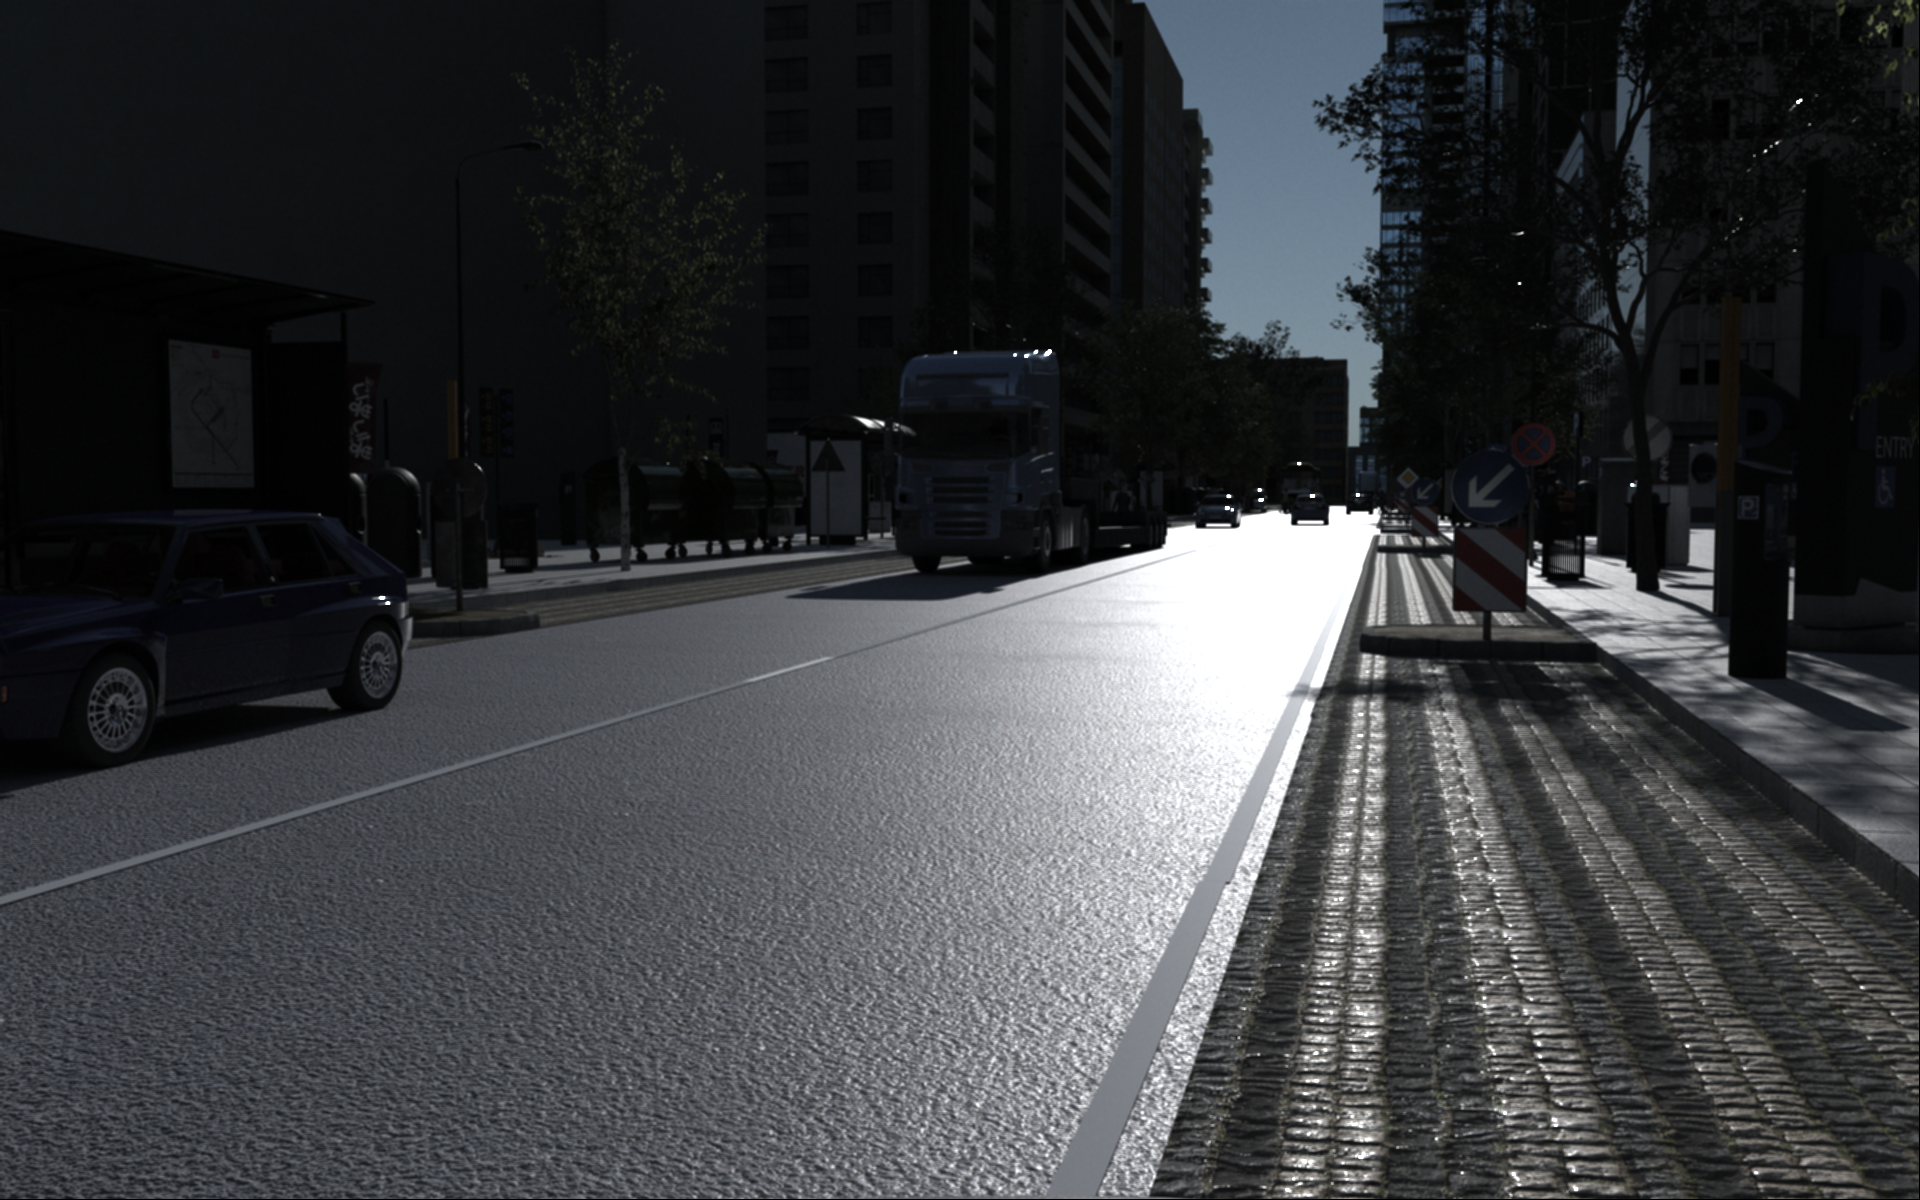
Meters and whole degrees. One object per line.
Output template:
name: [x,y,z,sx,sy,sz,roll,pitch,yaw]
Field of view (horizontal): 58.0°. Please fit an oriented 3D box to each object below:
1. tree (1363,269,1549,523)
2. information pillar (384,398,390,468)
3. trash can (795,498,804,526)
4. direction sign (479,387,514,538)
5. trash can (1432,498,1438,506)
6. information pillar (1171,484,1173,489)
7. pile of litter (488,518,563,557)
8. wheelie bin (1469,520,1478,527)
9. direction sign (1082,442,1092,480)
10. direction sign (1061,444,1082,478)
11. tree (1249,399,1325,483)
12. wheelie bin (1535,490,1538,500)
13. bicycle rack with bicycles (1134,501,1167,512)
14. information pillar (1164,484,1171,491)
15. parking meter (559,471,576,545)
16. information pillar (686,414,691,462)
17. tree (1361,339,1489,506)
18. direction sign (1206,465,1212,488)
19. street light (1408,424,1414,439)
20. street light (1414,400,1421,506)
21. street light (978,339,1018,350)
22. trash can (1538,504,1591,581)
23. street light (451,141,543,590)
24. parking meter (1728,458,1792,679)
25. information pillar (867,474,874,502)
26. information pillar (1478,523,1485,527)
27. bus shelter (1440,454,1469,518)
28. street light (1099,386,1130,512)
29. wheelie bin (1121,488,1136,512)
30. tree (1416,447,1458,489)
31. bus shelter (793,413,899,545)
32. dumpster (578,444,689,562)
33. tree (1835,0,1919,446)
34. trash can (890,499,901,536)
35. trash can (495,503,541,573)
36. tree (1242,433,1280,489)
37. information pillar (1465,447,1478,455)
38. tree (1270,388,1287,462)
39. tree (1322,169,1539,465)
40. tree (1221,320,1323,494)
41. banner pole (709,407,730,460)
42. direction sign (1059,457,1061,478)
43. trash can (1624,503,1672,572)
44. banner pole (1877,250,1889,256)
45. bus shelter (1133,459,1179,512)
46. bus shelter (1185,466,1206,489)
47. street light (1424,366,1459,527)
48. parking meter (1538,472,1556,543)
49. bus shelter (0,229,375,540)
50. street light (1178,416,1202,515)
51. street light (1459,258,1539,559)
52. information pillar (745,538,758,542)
tree: [22.231,-9.282,77.510,9.928,11.665,9.643,0,3,0]
information pillar: [-14.080,-3.134,42.590,0.183,3.616,0.504,-1,4,-16]
trash can: [-6.615,-3.553,69.750,0.748,1.137,0.748,0,3,0]
direction sign: [-9.903,-2.757,37.067,0.379,3.537,0.876,3,4,36]
trash can: [37.721,-7.674,137.122,0.748,1.137,0.748,0,3,0]
information pillar: [15.729,-7.650,129.574,0.304,2.012,0.304,3,5,43]
pile of litter: [-9.016,-1.308,35.350,1.719,0.858,1.176,1,4,17]
wheelie bin: [18.307,-3.238,60.854,0.980,1.594,0.693,3,5,44]
direction sign: [5.663,-5.092,75.256,0.379,3.537,0.876,1,4,10]
direction sign: [5.203,-5.322,79.008,0.876,3.537,0.379,1,4,17]
tree: [40.203,-18.706,216.205,12.009,13.543,11.850,0,3,0]
wheelie bin: [39.741,-6.830,119.572,0.693,1.594,0.980,0,4,5]
bicycle rack with bicycles: [10.086,-4.991,94.980,2.852,0.926,2.925,-1,4,-21]
information pillar: [14.742,-7.311,124.020,0.304,2.012,0.304,-2,4,-32]
parking meter: [-9.817,-2.300,43.312,0.399,1.863,0.255,-1,4,-21]
information pillar: [-7.894,-3.608,50.348,0.183,3.616,0.504,0,4,-3]
tree: [35.828,-13.865,133.344,9.857,13.997,8.962,0,3,0]
direction sign: [17.902,-8.112,124.634,0.379,3.537,0.876,-1,4,-19]
street light: [30.554,-8.682,114.487,1.470,5.913,1.316,1,4,14]
street light: [23.181,-6.884,85.086,1.470,5.913,1.316,1,4,14]
street light: [1.054,-4.874,52.234,1.470,5.913,1.316,1,4,14]
trash can: [8.968,-0.861,25.732,0.748,1.137,0.748,0,3,0]
street light: [-6.159,-3.090,23.058,1.470,5.913,1.316,1,4,14]
parking meter: [5.613,-0.229,12.149,0.372,1.533,0.369,0,3,0]
information pillar: [-3.298,-3.546,62.469,0.304,2.012,0.304,3,4,38]
information pillar: [13.989,-2.542,46.046,0.304,2.012,0.304,-3,4,-39]
bus shelter: [26.063,-5.887,90.176,2.014,3.302,5.546,1,4,14]
street light: [6.610,-6.253,74.774,1.470,5.913,1.316,1,4,14]
wheelie bin: [8.655,-5.006,89.751,0.980,1.594,0.693,1,4,17]
tree: [33.620,-8.416,121.311,4.285,4.588,4.351,0,3,0]
bus shelter: [-2.539,-3.175,45.831,2.014,3.302,5.546,1,4,14]
dumpster: [-6.271,-1.884,33.291,1.502,2.255,1.985,1,4,14]
tree: [6.393,-3.598,9.194,4.360,8.622,3.978,0,3,0]
trash can: [-1.695,-2.395,50.818,0.748,1.137,0.748,0,3,0]
trash can: [-7.235,-1.024,28.388,0.748,1.137,0.748,0,3,0]
tree: [28.551,-13.170,165.690,4.360,8.622,3.978,0,3,0]
information pillar: [25.396,-5.776,85.784,0.504,3.616,0.183,2,4,26]
tree: [25.448,-14.068,155.774,9.928,11.665,9.643,0,3,0]
tree: [28.524,-15.143,103.479,12.611,20.169,13.585,0,3,0]
tree: [34.067,-20.221,186.507,12.611,20.169,13.585,0,3,0]
banner pole: [-6.894,-3.670,50.015,0.863,3.779,0.401,2,4,26]
direction sign: [5.942,-6.938,105.427,0.876,3.537,0.379,-2,4,-32]
trash can: [11.370,-1.041,28.682,0.748,1.137,0.748,0,3,0]
banner pole: [9.357,-1.715,18.058,0.401,3.779,0.863,-1,4,-20]
bus shelter: [11.632,-6.654,102.712,2.014,3.302,5.546,1,4,14]
bus shelter: [16.989,-8.136,126.952,2.014,3.302,5.546,1,4,14]
street light: [17.738,-5.533,63.012,1.470,5.913,1.316,1,4,14]
parking meter: [15.267,-2.407,45.066,0.399,1.863,0.255,-1,4,-16]
bus shelter: [-8.674,-1.657,18.374,1.731,3.624,6.357,1,4,14]
street light: [13.798,-8.029,103.820,1.470,5.913,1.316,1,4,14]
street light: [10.714,-3.766,34.113,1.470,5.913,1.316,1,4,14]
information pillar: [-5.633,-2.577,46.633,0.304,2.012,0.304,1,4,9]
